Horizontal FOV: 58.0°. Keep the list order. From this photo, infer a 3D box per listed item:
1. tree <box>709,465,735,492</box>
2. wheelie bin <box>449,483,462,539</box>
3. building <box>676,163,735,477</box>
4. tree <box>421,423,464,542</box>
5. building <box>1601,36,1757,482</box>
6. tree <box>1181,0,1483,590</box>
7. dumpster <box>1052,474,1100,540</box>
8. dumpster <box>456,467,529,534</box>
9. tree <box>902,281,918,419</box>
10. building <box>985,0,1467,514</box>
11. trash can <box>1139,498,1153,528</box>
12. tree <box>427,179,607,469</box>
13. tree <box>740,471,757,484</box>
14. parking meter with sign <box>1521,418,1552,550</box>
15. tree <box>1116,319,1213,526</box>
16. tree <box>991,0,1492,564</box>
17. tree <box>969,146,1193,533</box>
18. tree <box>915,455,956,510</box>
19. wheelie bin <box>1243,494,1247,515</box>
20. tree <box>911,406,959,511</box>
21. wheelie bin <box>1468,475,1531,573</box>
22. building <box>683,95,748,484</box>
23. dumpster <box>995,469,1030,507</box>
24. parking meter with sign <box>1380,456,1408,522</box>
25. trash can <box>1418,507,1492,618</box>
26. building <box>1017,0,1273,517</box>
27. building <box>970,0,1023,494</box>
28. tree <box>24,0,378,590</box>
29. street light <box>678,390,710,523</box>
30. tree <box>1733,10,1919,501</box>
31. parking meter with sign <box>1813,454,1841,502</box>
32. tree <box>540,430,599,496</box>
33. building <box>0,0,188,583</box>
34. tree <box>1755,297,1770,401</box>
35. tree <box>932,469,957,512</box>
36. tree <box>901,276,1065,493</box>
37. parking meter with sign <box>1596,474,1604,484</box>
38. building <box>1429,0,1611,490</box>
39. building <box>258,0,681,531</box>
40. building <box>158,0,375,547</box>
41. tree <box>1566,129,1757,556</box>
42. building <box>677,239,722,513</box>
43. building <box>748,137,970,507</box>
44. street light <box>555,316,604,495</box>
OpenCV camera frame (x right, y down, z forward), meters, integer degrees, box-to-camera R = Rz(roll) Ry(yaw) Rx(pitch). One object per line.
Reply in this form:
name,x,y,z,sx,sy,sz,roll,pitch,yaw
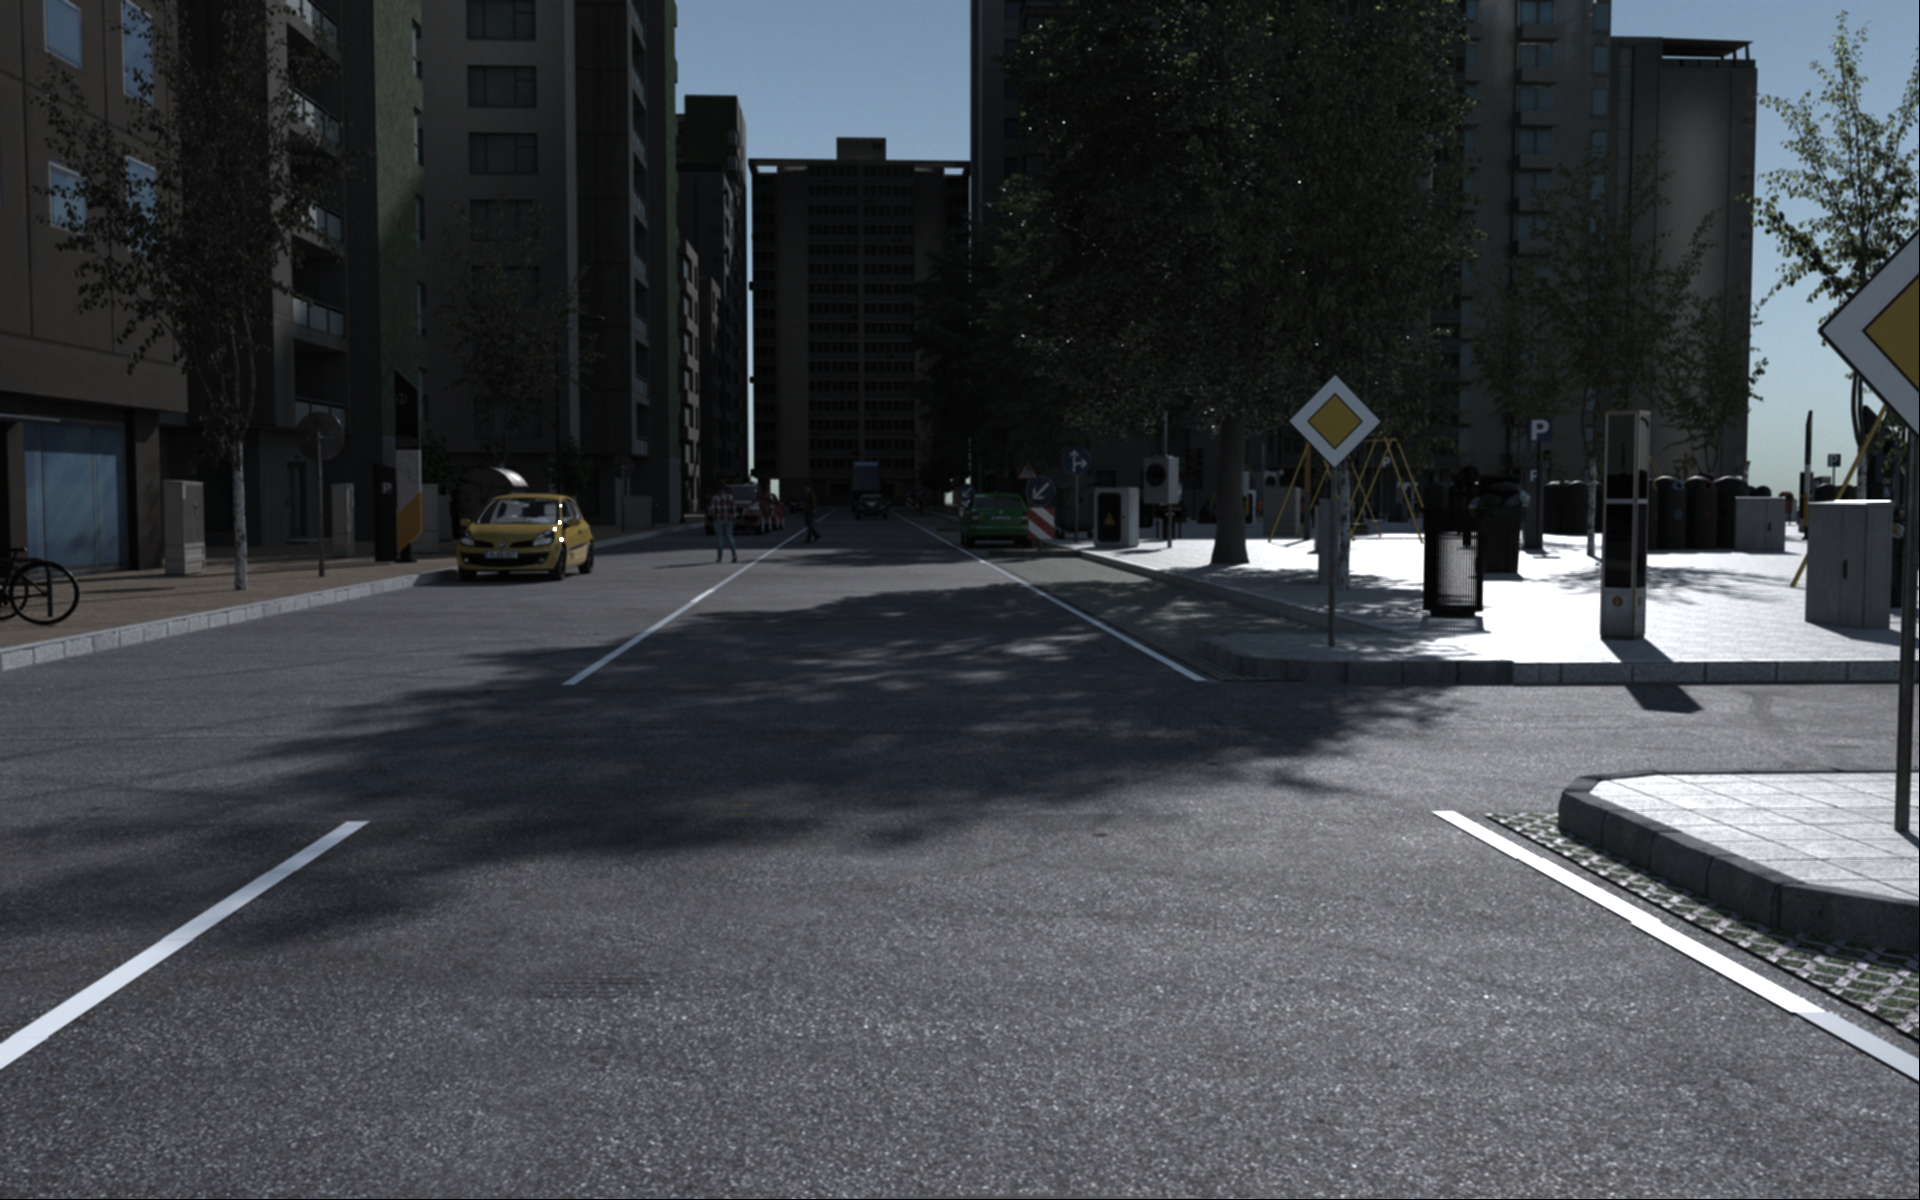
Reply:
tree,-15.709,-7.277,113.583,1.663,3.219,1.824,0,3,0
wheelie bin,-14.046,-2.520,49.116,0.980,1.594,0.693,2,4,34
building,-27.239,-23.362,153.675,14.107,30.474,14.160,0,4,-3
tree,-14.258,-3.203,46.974,1.663,3.219,1.824,0,3,0
building,62.563,-29.084,159.116,14.086,41.232,14.154,0,4,-3
tree,5.040,-4.426,22.735,4.737,8.622,4.395,0,3,0
dumpster,3.332,-2.670,49.405,1.264,1.857,1.865,0,4,-3
dumpster,-10.224,-1.964,37.872,1.264,1.857,1.865,0,4,-3
tree,2.117,-10.540,78.992,9.857,13.997,8.962,0,3,0
building,18.243,-26.377,123.142,32.217,40.220,23.993,0,4,-3
trash can,7.049,-3.320,65.930,0.748,1.137,0.748,0,3,0
tree,-10.893,-5.582,41.636,4.360,8.622,3.978,0,3,0
tree,-17.542,-9.008,141.875,1.663,3.219,1.824,0,3,0
parking meter with sign,13.467,-2.713,40.625,0.543,3.016,1.738,1,4,12
tree,7.927,-7.253,68.947,4.360,8.622,3.978,0,3,0
tree,5.118,-7.660,31.890,9.857,13.997,8.962,0,3,0
tree,3.970,-8.455,56.371,7.486,12.596,7.792,0,3,0
tree,-1.936,-9.431,137.906,4.285,4.588,4.351,0,3,0
wheelie bin,8.756,-2.883,55.038,0.693,1.594,0.980,1,4,11
tree,-1.539,-11.047,130.984,4.737,8.622,4.395,0,3,0
wheelie bin,8.851,-1.251,28.356,0.980,1.594,0.693,0,4,4
building,-29.553,-30.419,180.947,14.086,41.232,14.154,0,4,-3
dumpster,2.156,-3.967,67.348,1.502,2.255,1.985,0,4,-3
parking meter with sign,19.858,-5.061,79.000,0.543,3.016,1.738,-1,4,-19
trash can,5.181,-0.399,18.180,0.748,1.137,0.748,0,3,0
building,10.226,-20.305,103.685,14.160,30.474,14.107,0,4,-3
building,11.368,-37.082,148.281,21.231,58.520,28.212,0,4,-3
tree,-9.862,-4.436,22.885,4.360,8.622,3.978,0,3,0
street light,-11.839,-6.399,77.158,1.470,5.913,1.316,0,4,-3
tree,14.366,-4.682,26.908,4.360,8.622,3.978,0,3,0
parking meter with sign,37.433,-4.833,75.274,1.738,3.016,0.543,-2,4,-28
tree,-11.814,-3.520,52.145,1.663,3.219,1.824,0,3,0
building,-20.002,-22.724,21.656,14.600,45.320,14.200,0,4,-3
tree,26.290,-6.751,60.742,4.737,8.622,4.395,0,3,0
tree,-0.972,-7.989,125.218,1.663,3.219,1.824,0,3,0
tree,2.015,-11.036,90.815,12.009,13.543,11.850,0,3,0
parking meter with sign,24.251,-4.206,65.031,0.543,3.016,1.738,-2,4,-35
building,40.391,-32.618,152.916,30.456,49.044,23.786,0,4,-3
building,-19.602,-23.780,72.396,14.154,41.232,14.086,0,4,-3
building,-22.576,-22.029,43.770,14.154,41.232,14.086,0,4,-3
tree,13.423,-5.233,35.924,4.737,8.622,4.395,0,3,0
building,-33.150,-17.497,131.116,27.650,21.520,28.899,0,4,-3
building,-10.900,-30.553,191.422,23.993,40.220,32.217,0,4,-3
street light,-9.992,-4.455,45.386,1.470,5.913,1.316,0,4,-3
